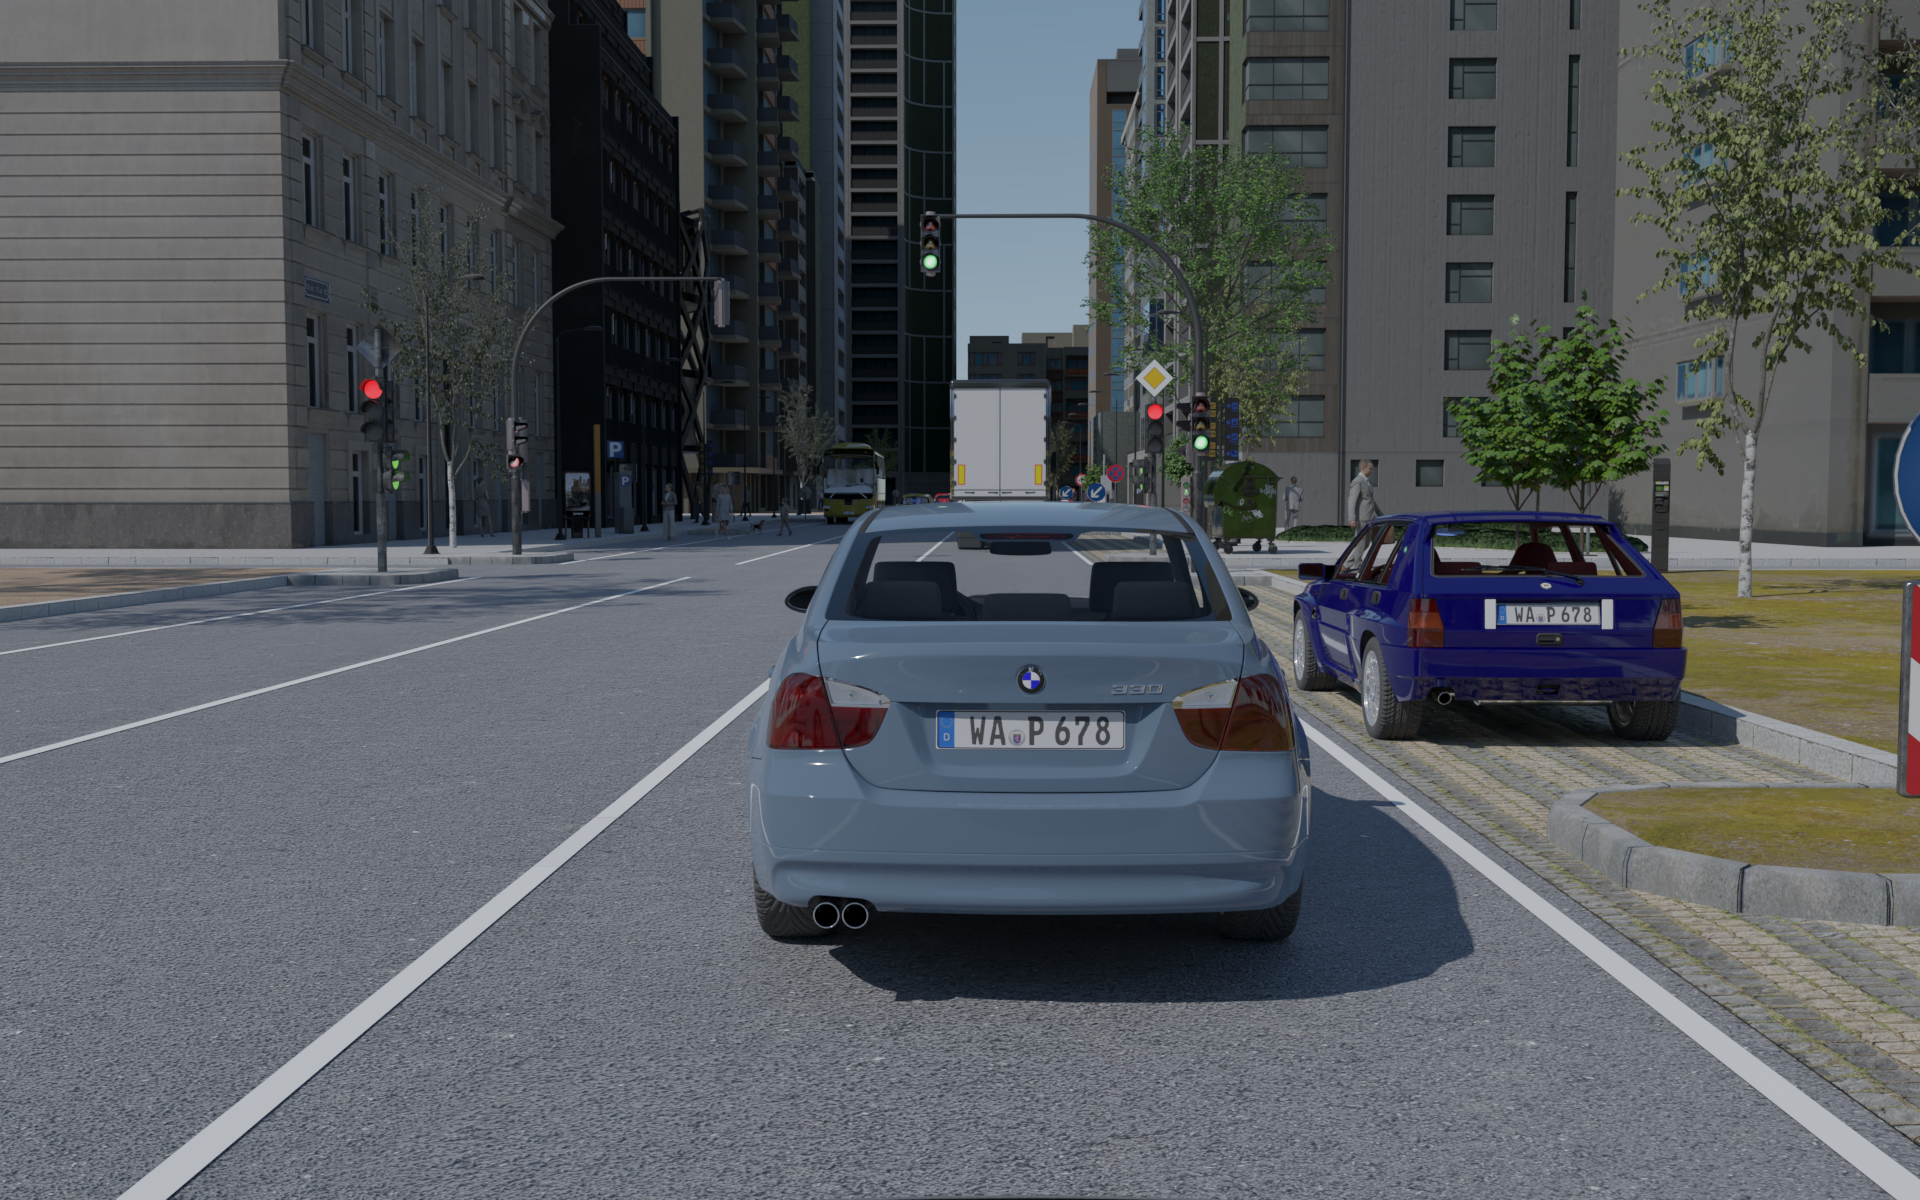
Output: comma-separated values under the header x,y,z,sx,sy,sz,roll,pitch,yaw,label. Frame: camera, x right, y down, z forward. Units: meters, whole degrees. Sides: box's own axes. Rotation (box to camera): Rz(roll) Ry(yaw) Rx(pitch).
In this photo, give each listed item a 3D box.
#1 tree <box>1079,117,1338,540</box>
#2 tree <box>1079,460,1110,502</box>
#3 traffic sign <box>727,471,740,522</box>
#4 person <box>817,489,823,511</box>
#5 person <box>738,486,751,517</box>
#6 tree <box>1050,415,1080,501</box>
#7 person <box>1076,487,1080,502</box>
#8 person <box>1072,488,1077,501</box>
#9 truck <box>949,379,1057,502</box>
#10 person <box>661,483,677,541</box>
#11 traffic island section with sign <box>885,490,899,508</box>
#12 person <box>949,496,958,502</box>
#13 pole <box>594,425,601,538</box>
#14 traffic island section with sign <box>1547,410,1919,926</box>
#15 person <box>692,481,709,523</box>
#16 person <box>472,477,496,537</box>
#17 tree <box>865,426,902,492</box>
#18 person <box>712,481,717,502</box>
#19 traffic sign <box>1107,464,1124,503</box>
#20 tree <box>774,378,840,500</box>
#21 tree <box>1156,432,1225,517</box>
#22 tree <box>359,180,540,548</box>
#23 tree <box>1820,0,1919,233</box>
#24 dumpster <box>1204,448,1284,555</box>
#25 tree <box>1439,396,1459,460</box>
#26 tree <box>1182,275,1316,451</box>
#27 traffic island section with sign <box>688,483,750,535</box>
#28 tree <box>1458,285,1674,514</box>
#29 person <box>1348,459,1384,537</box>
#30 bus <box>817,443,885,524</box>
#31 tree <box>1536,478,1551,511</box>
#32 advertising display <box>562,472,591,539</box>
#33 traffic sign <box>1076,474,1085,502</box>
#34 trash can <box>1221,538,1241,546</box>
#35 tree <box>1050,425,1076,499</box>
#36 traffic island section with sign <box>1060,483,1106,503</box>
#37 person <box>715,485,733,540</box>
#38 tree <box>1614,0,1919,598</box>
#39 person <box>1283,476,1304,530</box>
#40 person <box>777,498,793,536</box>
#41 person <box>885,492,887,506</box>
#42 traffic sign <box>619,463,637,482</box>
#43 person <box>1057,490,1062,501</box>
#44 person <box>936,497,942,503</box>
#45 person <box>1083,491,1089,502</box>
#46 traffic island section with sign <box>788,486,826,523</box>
x,y,z,sx,sy,sz,roll,pitch,yaw,label
6.924,-7.519,48.686,9.928,11.665,9.643,0,3,0,tree
7.588,-6.296,97.537,1.663,3.219,1.824,0,3,0,tree
-10.230,-4.662,78.359,0.606,2.300,0.079,1,4,10,traffic sign
-10.337,-7.502,129.641,0.756,1.711,0.436,-1,4,-9,person
-12.316,-5.666,99.080,0.834,1.777,0.661,1,4,21,person
8.825,-12.550,155.558,4.360,8.622,3.978,0,3,0,tree
9.203,-7.966,136.317,1.348,1.821,0.705,-1,4,-15,person
8.265,-7.225,125.094,0.541,1.710,0.530,-3,4,-38,person
1.277,-3.614,48.005,2.839,4.237,11.283,0,4,3,truck
-8.888,-2.674,52.769,0.519,1.759,0.362,2,4,30,person
-6.086,-9.592,165.464,1.989,1.847,2.006,0,4,1,traffic island section with sign
-0.314,-3.602,68.226,0.643,1.720,0.563,2,4,24,person
-10.663,-3.491,50.925,0.158,3.312,0.155,0,3,0,pole
3.403,0.122,6.640,1.989,1.847,2.006,0,4,1,traffic island section with sign
-11.467,-4.310,76.422,0.836,1.842,0.656,-2,4,-29,person
-14.252,-2.780,51.837,0.599,1.781,0.374,1,4,11,person
-8.321,-14.224,182.928,4.737,8.622,4.395,0,3,0,tree
-11.977,-4.886,85.285,0.474,1.900,0.648,-2,4,-24,person
6.681,-4.548,74.465,0.768,2.556,0.104,0,4,4,traffic sign
-9.935,-9.759,109.917,4.360,8.622,3.978,0,3,0,tree
11.125,-6.077,83.075,4.285,4.588,4.351,0,3,0,tree
-11.991,-5.530,40.786,4.360,8.622,3.978,0,3,0,tree
10.088,-3.950,14.939,4.360,8.622,3.978,0,3,0,tree
6.131,-2.143,37.527,1.502,2.255,1.985,0,4,1,dumpster
5.890,-1.466,18.568,1.663,3.219,1.824,0,3,0,tree
9.546,-6.562,57.647,4.737,8.622,4.395,0,3,0,tree
-8.476,-3.214,61.177,1.989,1.847,2.006,0,4,1,traffic island section with sign
5.709,-1.322,16.218,1.663,3.219,1.824,0,3,0,tree
6.149,-1.234,26.337,0.853,1.813,0.709,2,4,29,person
-5.221,-5.795,86.292,2.896,3.916,12.252,0,4,0,bus
18.216,-4.325,54.422,4.285,4.588,4.351,0,3,0,tree
-11.085,-2.744,50.084,0.123,1.923,0.974,3,4,36,advertising display
7.543,-6.548,107.167,0.768,2.556,0.104,1,4,10,traffic sign
6.624,-1.899,42.696,0.748,1.137,0.748,0,3,0,trash can
10.098,-14.052,180.106,4.737,8.622,4.395,0,3,0,tree
4.645,-3.195,60.872,1.989,1.847,2.006,0,4,1,traffic island section with sign
-7.468,-2.771,54.554,0.760,1.731,0.466,2,4,34,person
9.977,-4.343,21.369,4.737,8.622,4.395,0,3,0,tree
9.781,-2.736,50.981,0.606,1.804,0.583,0,4,-4,person
-5.982,-2.847,59.324,0.475,1.303,0.640,3,5,40,person
-8.239,-11.142,188.355,0.705,1.807,1.348,-2,4,-25,person
-11.102,-3.412,57.916,0.606,2.300,0.079,1,4,10,traffic sign
10.214,-10.430,176.586,0.705,1.823,1.348,-2,4,-31,person
-0.978,-4.294,82.986,0.425,1.301,0.394,-2,4,-31,person
9.703,-7.700,132.863,0.541,1.710,0.530,0,4,4,person
-7.856,-4.866,88.188,1.989,1.847,2.006,0,4,1,traffic island section with sign
